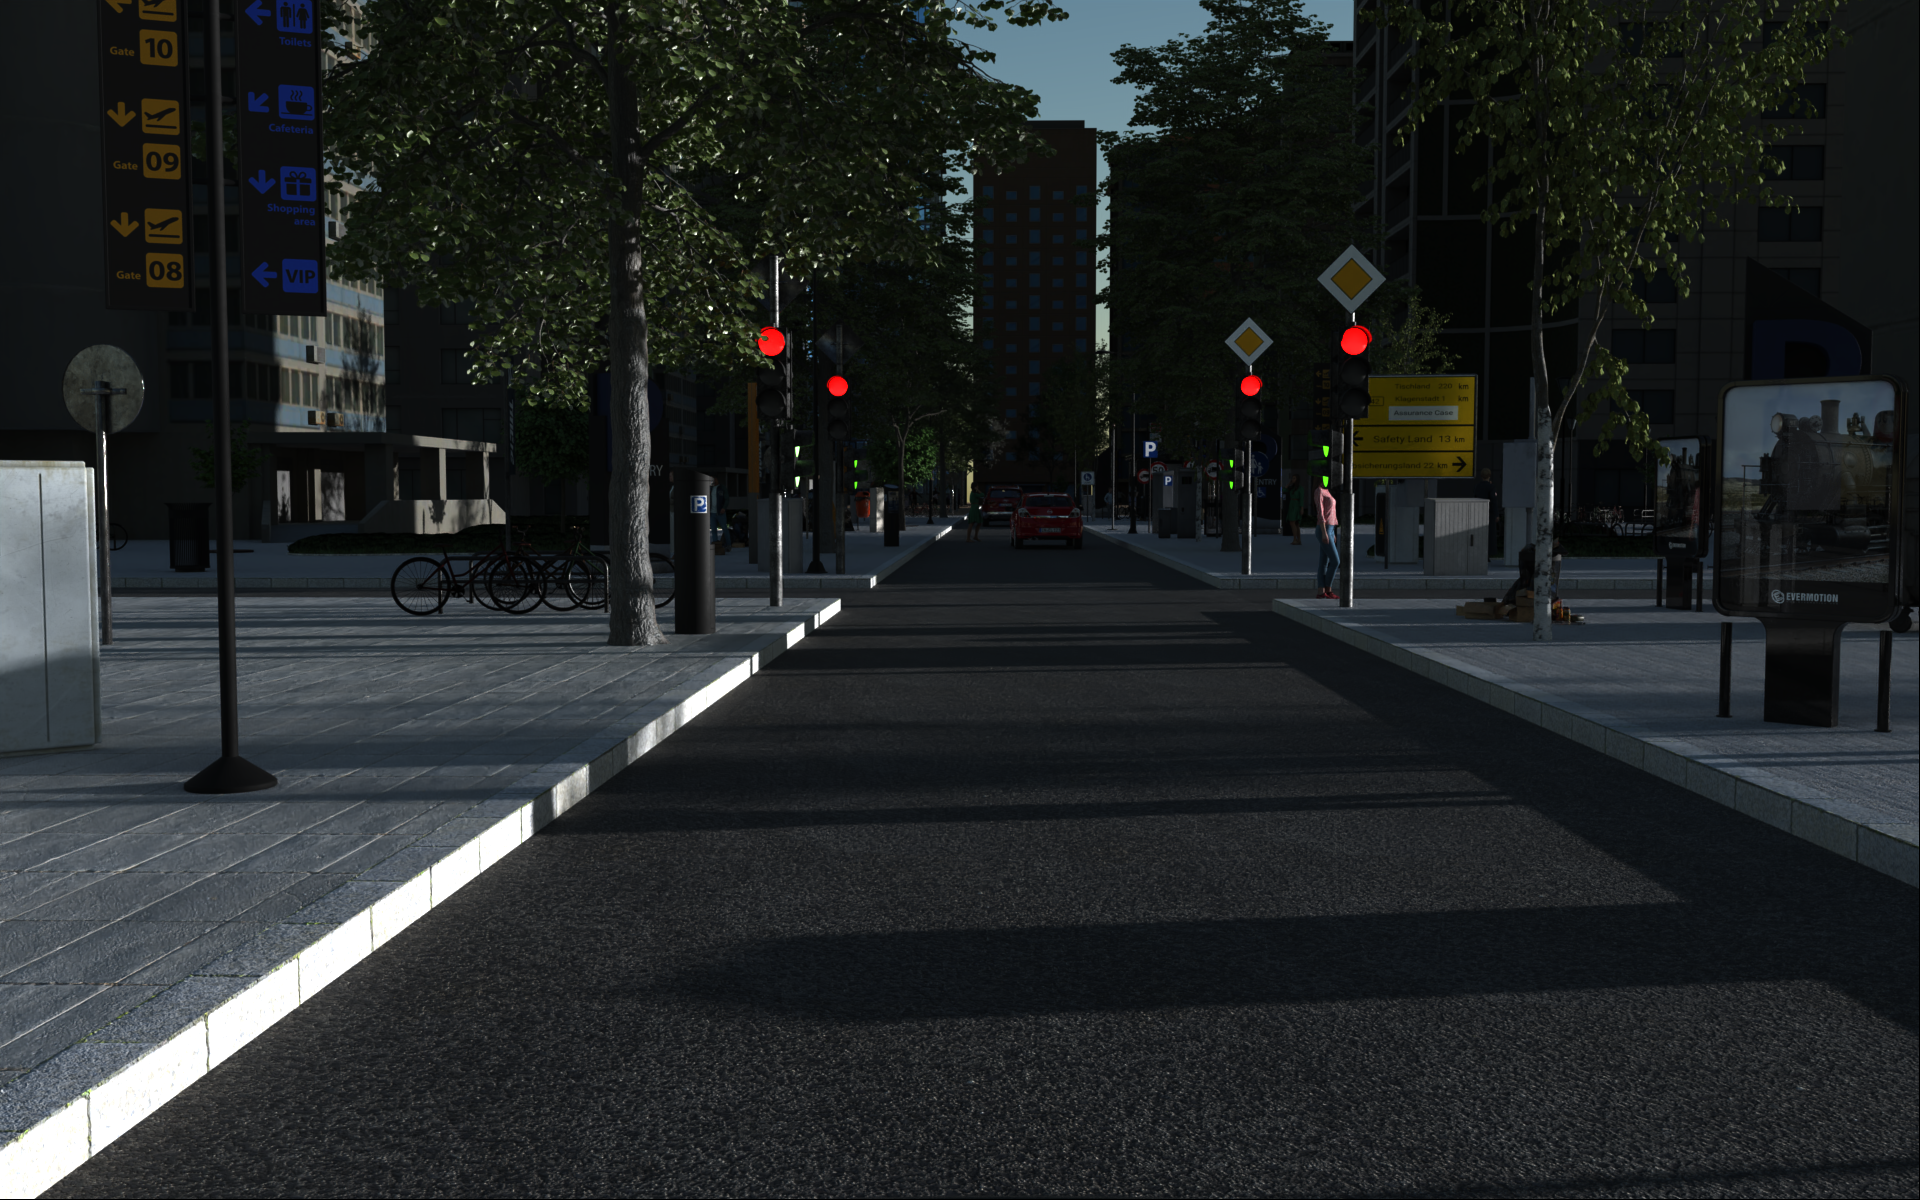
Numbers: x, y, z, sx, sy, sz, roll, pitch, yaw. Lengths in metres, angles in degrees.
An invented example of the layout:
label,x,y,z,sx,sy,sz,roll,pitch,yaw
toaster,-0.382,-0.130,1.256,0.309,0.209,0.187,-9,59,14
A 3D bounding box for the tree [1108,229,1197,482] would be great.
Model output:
label,x,y,z,sx,sy,sz,roll,pitch,yaw
tree,6.665,-5.879,46.477,4.737,8.622,4.395,0,3,0

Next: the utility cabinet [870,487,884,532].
label,x,y,z,sx,sy,sz,roll,pitch,yaw
utility cabinet,-2.571,-3.034,58.285,0.318,1.500,1.173,2,4,35

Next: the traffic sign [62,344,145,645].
label,x,y,z,sx,sy,sz,roll,pitch,yaw
traffic sign,-7.276,-0.893,14.702,0.768,2.556,0.104,1,4,9

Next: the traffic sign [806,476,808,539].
label,x,y,z,sx,sy,sz,roll,pitch,yaw
traffic sign,-4.367,-3.024,49.443,0.884,2.594,0.081,0,4,6

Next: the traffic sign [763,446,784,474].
label,x,y,z,sx,sy,sz,roll,pitch,yaw
traffic sign,-4.555,-2.654,43.499,0.768,2.556,0.104,0,4,3

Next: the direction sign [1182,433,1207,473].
label,x,y,z,sx,sy,sz,roll,pitch,yaw
direction sign,8.543,-4.353,63.172,0.876,3.537,0.379,0,3,0

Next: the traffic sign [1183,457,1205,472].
label,x,y,z,sx,sy,sz,roll,pitch,yaw
traffic sign,8.071,-3.647,59.729,0.768,2.556,0.104,0,4,8

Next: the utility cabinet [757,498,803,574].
label,x,y,z,sx,sy,sz,roll,pitch,yaw
utility cabinet,-2.959,-1.054,28.395,0.306,1.237,1.020,-3,4,-36

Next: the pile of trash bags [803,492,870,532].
label,x,y,z,sx,sy,sz,roll,pitch,yaw
pile of trash bags,-4.414,-3.079,60.094,1.912,1.369,3.447,3,5,44

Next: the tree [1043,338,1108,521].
label,x,y,z,sx,sy,sz,roll,pitch,yaw
tree,6.055,-8.012,81.366,4.737,8.622,4.395,0,3,0

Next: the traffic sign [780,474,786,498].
label,x,y,z,sx,sy,sz,roll,pitch,yaw
traffic sign,-5.393,-3.248,53.208,0.768,2.556,0.104,0,4,4

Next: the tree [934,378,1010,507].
label,x,y,z,sx,sy,sz,roll,pitch,yaw
tree,0.283,-16.156,174.526,12.009,13.543,11.850,0,3,0

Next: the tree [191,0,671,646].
label,x,y,z,sx,sy,sz,roll,pitch,yaw
tree,-2.725,-5.865,14.019,7.486,12.596,7.792,0,3,0

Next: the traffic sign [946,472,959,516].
label,x,y,z,sx,sy,sz,roll,pitch,yaw
traffic sign,-0.422,-6.156,100.749,0.768,2.556,0.104,0,4,6

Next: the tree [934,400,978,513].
label,x,y,z,sx,sy,sz,roll,pitch,yaw
tree,-0.316,-10.847,127.707,4.737,8.622,4.395,0,3,0

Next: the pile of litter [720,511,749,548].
label,x,y,z,sx,sy,sz,roll,pitch,yaw
pile of litter,-5.122,-1.722,42.112,1.719,0.858,1.176,-3,5,-40

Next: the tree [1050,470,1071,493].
label,x,y,z,sx,sy,sz,roll,pitch,yaw
tree,8.090,-8.920,140.449,1.663,3.219,1.824,0,3,0

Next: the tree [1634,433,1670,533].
label,x,y,z,sx,sy,sz,roll,pitch,yaw
tree,22.540,-3.709,55.247,1.663,3.219,1.824,0,3,0

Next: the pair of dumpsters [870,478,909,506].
label,x,y,z,sx,sy,sz,roll,pitch,yaw
pair of dumpsters,-3.125,-4.514,76.301,1.574,2.255,4.437,0,4,1

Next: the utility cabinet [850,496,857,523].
label,x,y,z,sx,sy,sz,roll,pitch,yaw
utility cabinet,-4.645,-3.983,76.291,0.306,1.237,1.020,0,4,2

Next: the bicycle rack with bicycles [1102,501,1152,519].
label,x,y,z,sx,sy,sz,roll,pitch,yaw
bicycle rack with bicycles,8.477,-4.604,88.665,2.852,0.926,2.925,-1,4,-11

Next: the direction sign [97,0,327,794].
label,x,y,z,sx,sy,sz,roll,pitch,yaw
direction sign,-3.194,-0.947,7.481,0.876,3.537,0.379,-1,4,-20

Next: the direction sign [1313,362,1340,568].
label,x,y,z,sx,sy,sz,roll,pitch,yaw
direction sign,6.510,-2.323,29.986,0.876,3.537,0.379,-1,4,-14

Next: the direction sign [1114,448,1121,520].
label,x,y,z,sx,sy,sz,roll,pitch,yaw
direction sign,7.816,-5.744,85.918,0.379,3.537,0.876,2,4,25

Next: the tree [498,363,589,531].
label,x,y,z,sx,sy,sz,roll,pitch,yaw
tree,-10.016,-3.663,43.603,4.285,4.588,4.351,0,3,0

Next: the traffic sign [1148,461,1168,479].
label,x,y,z,sx,sy,sz,roll,pitch,yaw
traffic sign,7.730,-4.129,67.617,0.768,2.556,0.104,0,4,8

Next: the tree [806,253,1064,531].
label,x,y,z,sx,sy,sz,roll,pitch,yaw
tree,-2.295,-7.696,60.239,8.767,10.594,7.601,3,5,44

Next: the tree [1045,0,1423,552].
label,x,y,z,sx,sy,sz,roll,pitch,yaw
tree,6.180,-7.332,38.005,7.486,12.596,7.792,0,3,0

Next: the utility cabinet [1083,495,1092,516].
label,x,y,z,sx,sy,sz,roll,pitch,yaw
utility cabinet,7.802,-5.575,102.313,1.020,1.237,0.306,1,4,16

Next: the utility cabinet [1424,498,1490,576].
label,x,y,z,sx,sy,sz,roll,pitch,yaw
utility cabinet,7.839,-0.989,27.338,1.020,1.237,0.306,-1,4,-20

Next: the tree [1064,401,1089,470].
label,x,y,z,sx,sy,sz,roll,pitch,yaw
tree,7.722,-13.250,151.047,7.601,10.594,8.767,-2,4,-28

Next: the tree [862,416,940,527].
label,x,y,z,sx,sy,sz,roll,pitch,yaw
tree,-2.313,-5.220,69.062,4.285,4.588,4.351,0,3,0

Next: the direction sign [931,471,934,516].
label,x,y,z,sx,sy,sz,roll,pitch,yaw
direction sign,-1.627,-6.677,101.169,0.379,3.537,0.876,1,4,10

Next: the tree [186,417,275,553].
label,x,y,z,sx,sy,sz,roll,pitch,yaw
tree,-16.187,-2.659,38.069,1.663,3.219,1.824,0,3,0

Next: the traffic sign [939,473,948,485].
label,x,y,z,sx,sy,sz,roll,pitch,yaw
traffic sign,-0.908,-6.310,103.267,0.768,2.556,0.104,0,4,2

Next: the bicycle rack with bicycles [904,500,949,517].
label,x,y,z,sx,sy,sz,roll,pitch,yaw
bicycle rack with bicycles,-1.985,-5.136,97.362,2.925,0.926,2.852,-2,4,-26

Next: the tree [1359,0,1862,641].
label,x,y,z,sx,sy,sz,roll,pitch,yaw
tree,5.300,-3.940,14.778,4.737,8.622,4.395,0,3,0

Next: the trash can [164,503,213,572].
label,x,y,z,sx,sy,sz,roll,pitch,yaw
trash can,-12.719,-1.035,28.581,0.748,1.137,0.748,0,3,0

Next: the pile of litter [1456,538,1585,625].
label,x,y,z,sx,sy,sz,roll,pitch,yaw
pile of litter,5.739,-0.231,17.746,1.176,0.858,1.719,0,4,3

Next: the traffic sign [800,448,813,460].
label,x,y,z,sx,sy,sz,roll,pitch,yaw
traffic sign,-3.949,-2.862,46.902,0.768,2.556,0.104,0,4,2

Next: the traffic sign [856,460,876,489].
label,x,y,z,sx,sy,sz,roll,pitch,yaw
traffic sign,-3.756,-5.183,78.623,2.265,3.308,0.079,0,4,4

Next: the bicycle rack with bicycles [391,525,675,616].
label,x,y,z,sx,sy,sz,roll,pitch,yaw
bicycle rack with bicycles,-4.604,-0.367,19.375,2.925,0.926,2.852,0,4,-4

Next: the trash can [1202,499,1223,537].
label,x,y,z,sx,sy,sz,roll,pitch,yaw
trash can,7.630,-2.467,51.992,0.748,1.137,0.748,0,3,0

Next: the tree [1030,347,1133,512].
label,x,y,z,sx,sy,sz,roll,pitch,yaw
tree,8.420,-12.041,122.624,9.928,11.665,9.643,0,3,0
